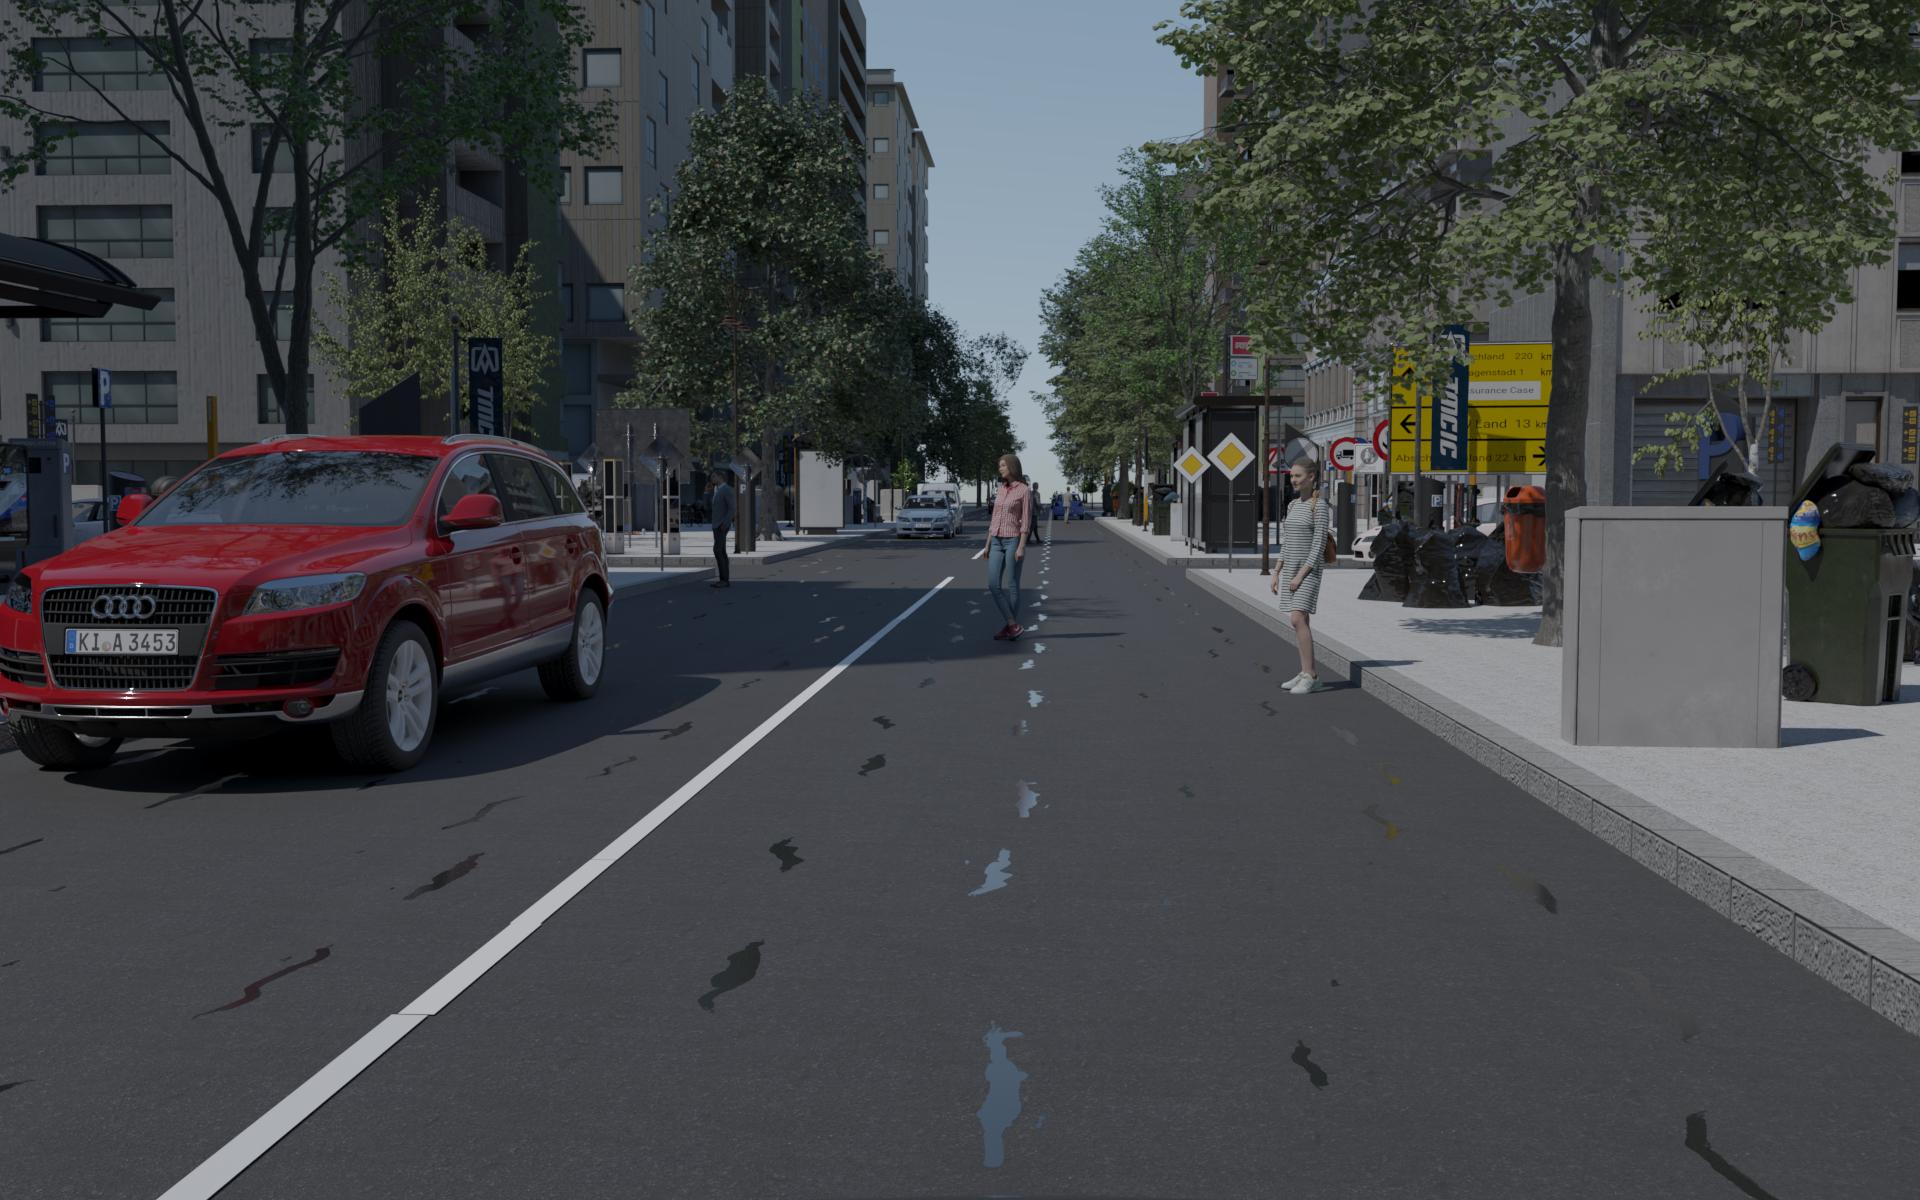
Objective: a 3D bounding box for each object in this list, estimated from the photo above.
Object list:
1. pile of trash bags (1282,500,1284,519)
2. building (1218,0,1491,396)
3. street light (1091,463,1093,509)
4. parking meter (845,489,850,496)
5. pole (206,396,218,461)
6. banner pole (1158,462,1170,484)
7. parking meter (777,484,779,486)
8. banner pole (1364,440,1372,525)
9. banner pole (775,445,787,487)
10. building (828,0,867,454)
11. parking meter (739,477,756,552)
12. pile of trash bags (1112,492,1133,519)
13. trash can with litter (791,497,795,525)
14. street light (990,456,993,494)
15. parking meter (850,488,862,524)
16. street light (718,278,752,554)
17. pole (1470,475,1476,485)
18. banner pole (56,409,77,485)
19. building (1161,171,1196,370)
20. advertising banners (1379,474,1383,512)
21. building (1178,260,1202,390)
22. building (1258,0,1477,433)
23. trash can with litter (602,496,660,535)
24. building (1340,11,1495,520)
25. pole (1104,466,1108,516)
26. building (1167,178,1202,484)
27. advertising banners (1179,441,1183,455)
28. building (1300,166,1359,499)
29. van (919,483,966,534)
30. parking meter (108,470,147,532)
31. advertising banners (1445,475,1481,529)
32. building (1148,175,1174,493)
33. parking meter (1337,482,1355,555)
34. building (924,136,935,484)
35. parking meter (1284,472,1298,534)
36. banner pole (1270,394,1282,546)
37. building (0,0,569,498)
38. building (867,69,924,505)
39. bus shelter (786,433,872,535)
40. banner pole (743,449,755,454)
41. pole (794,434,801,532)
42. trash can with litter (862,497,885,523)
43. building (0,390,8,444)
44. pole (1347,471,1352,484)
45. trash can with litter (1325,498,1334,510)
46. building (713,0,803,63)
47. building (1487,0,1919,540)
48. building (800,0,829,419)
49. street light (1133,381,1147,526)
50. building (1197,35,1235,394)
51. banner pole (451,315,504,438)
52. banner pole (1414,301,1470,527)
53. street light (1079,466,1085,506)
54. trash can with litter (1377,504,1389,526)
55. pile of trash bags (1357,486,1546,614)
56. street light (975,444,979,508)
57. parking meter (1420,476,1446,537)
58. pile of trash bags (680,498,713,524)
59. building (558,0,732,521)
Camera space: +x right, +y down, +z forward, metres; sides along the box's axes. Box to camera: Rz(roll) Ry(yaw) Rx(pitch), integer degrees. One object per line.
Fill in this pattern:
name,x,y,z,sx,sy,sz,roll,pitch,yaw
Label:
pile of trash bags,16.100,-5.008,91.632,3.447,1.369,1.912,2,4,28
building,33.264,-30.009,145.263,22.147,44.769,28.867,0,4,3
street light,11.061,-10.512,144.657,0.468,5.910,1.993,0,4,3
parking meter,-5.153,-4.329,79.196,0.372,1.533,0.369,0,3,0
pole,-15.556,-2.584,36.097,0.158,3.312,0.155,0,3,0
banner pole,10.984,-6.276,92.625,0.863,3.779,0.401,1,4,16
parking meter,-9.825,-5.351,93.198,0.399,1.863,0.255,0,4,-1
banner pole,16.876,-4.958,71.085,0.863,3.779,0.401,-2,4,-35
banner pole,-9.046,-5.942,87.173,0.863,3.779,0.401,1,4,19
building,-19.845,-32.267,151.271,21.300,48.544,21.600,0,4,3
parking meter,-4.757,-2.003,38.455,0.399,1.863,0.255,1,4,20
pile of trash bags,9.428,-4.892,89.736,3.447,1.369,1.912,-2,4,-25
trash can with litter,-6.496,-3.682,71.592,1.055,1.170,0.624,-3,5,-42
street light,3.651,-13.670,196.293,0.468,5.910,1.993,0,4,3
parking meter,-4.352,-3.978,73.449,0.372,1.533,0.369,0,3,0
street light,-4.797,-3.935,37.121,0.468,5.910,1.993,0,4,3
pole,15.513,-3.580,52.373,0.158,3.312,0.155,0,3,0
banner pole,-26.222,-3.720,50.839,0.863,3.779,0.401,-3,5,-45
building,35.140,-36.055,239.602,14.600,45.320,14.200,0,4,3
advertising banners,11.793,-3.202,48.545,0.090,3.025,2.074,1,4,12
building,33.647,-26.924,211.908,14.160,30.474,14.107,0,4,3
building,28.161,-26.932,123.937,14.154,41.232,14.086,0,4,3
trash can with litter,-10.599,-2.665,54.622,1.678,1.210,2.233,-3,5,-44
building,25.447,-14.385,76.997,13.314,21.916,24.055,0,4,3
pole,8.526,-6.563,101.146,0.158,3.312,0.155,0,3,0
building,34.068,-33.153,225.647,14.154,41.232,14.086,0,4,3
advertising banners,8.115,-3.753,57.552,2.074,3.025,0.090,-2,4,-28
building,26.415,-16.118,99.694,11.583,22.565,21.152,0,4,3
van,-0.763,-3.409,62.742,2.013,2.044,4.112,0,4,2
parking meter,-8.828,-0.611,18.402,0.372,1.533,0.369,0,3,0
advertising banners,7.101,-1.738,24.609,0.090,3.025,2.074,0,4,3
building,39.224,-38.789,257.898,21.300,48.544,21.600,0,4,3
parking meter,8.124,-1.715,36.450,0.372,1.533,0.369,0,3,0
building,-18.639,-40.272,247.681,28.713,52.752,27.495,0,4,3
parking meter,8.094,-2.227,42.117,0.399,1.863,0.255,-1,4,-23
banner pole,8.016,-3.269,43.470,0.401,3.779,0.863,1,4,16
building,-22.383,-17.582,59.161,14.160,30.474,14.107,0,4,3
building,-20.350,-38.596,220.290,28.713,52.752,27.495,0,4,3
bus shelter,-4.259,-3.833,56.596,2.014,3.302,5.546,0,4,3
banner pole,-10.785,-6.003,88.174,0.863,3.779,0.401,1,4,15
pole,-5.520,-3.974,58.812,0.158,3.312,0.155,0,3,0
trash can with litter,-3.899,-4.035,77.352,1.055,1.170,0.624,-3,5,-40
building,-44.084,-22.848,65.440,23.993,40.220,32.217,0,4,3
pole,15.165,-4.501,67.442,0.158,3.312,0.155,0,3,0
trash can with litter,11.525,-2.697,55.487,0.624,1.170,1.055,2,4,30
building,-18.719,-26.643,119.201,14.154,41.232,14.086,0,4,3
building,27.257,-14.243,50.902,19.932,24.808,12.078,0,4,3
building,-17.861,-29.557,133.371,14.600,45.320,14.200,0,4,3
street light,7.110,-5.857,68.546,0.468,5.910,1.993,0,4,3
building,30.897,-31.608,166.898,14.600,45.320,14.200,0,4,3
banner pole,-6.816,-2.100,24.346,0.863,3.779,0.401,-1,4,-12
banner pole,6.202,-1.990,22.551,0.863,3.779,0.401,1,4,16
street light,13.402,-13.082,186.675,0.468,5.910,1.993,0,4,3
trash can with litter,10.166,-1.876,42.066,1.055,1.170,0.624,1,4,16
pile of trash bags,5.902,-0.613,19.778,1.912,1.369,3.447,0,4,-6
street light,1.532,-11.175,155.491,0.468,5.910,1.993,0,4,3
parking meter,6.737,-1.000,24.753,0.372,1.533,0.369,0,3,0
pile of trash bags,-11.472,-3.968,74.630,1.912,1.369,3.447,2,4,27
building,-27.569,-30.848,93.596,28.713,52.752,27.495,0,4,3
